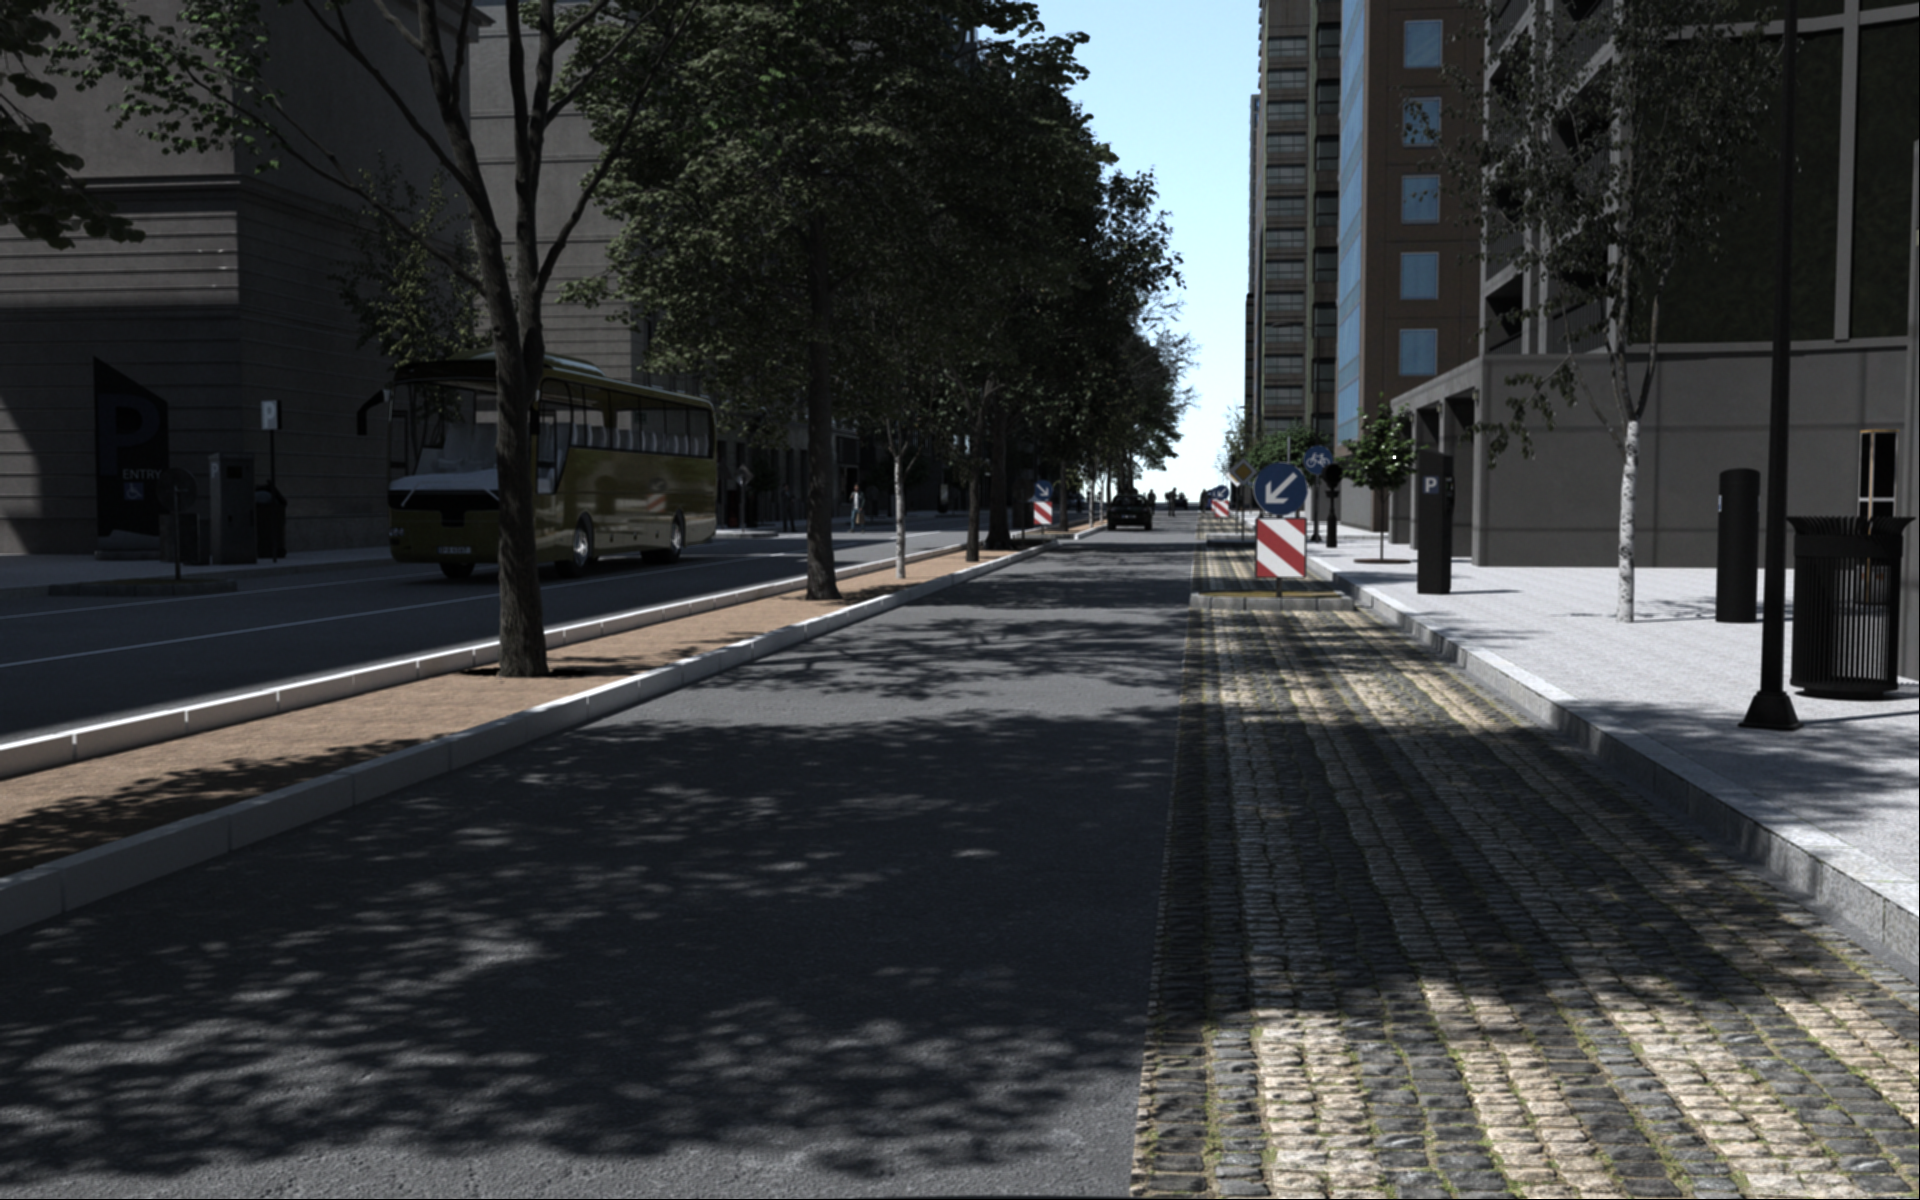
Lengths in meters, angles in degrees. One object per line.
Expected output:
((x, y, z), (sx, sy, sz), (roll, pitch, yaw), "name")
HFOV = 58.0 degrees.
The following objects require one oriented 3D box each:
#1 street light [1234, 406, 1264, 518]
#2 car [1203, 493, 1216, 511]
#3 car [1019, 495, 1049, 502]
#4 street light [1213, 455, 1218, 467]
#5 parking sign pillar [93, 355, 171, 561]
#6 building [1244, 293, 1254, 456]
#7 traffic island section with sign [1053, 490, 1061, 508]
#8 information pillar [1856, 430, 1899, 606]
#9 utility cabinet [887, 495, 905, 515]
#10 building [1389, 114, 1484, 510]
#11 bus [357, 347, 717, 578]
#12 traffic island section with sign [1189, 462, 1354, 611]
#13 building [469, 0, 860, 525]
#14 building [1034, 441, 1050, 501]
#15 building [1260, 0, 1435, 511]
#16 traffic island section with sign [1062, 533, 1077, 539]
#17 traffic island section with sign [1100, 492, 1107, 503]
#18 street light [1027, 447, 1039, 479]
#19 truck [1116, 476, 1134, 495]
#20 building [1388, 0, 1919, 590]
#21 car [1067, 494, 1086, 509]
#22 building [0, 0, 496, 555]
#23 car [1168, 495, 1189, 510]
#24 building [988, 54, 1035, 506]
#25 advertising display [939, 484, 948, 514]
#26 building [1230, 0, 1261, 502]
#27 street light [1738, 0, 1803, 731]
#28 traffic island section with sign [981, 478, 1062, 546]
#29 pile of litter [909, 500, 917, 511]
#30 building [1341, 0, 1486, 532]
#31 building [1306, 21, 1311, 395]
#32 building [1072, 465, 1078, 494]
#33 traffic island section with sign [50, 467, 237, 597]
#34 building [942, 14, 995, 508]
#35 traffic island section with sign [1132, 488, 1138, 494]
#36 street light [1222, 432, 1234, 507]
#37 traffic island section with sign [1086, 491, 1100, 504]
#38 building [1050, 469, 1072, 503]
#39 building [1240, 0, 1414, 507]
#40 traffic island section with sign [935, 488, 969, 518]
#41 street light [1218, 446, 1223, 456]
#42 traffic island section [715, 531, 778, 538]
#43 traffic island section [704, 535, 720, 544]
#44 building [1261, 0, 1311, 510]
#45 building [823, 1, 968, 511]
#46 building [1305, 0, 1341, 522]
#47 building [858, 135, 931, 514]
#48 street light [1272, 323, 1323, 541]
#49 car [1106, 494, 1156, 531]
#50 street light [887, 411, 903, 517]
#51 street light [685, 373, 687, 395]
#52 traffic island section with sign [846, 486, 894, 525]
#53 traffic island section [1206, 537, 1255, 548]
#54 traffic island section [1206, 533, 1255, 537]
((15.382, -7.275, 91.479), (1.470, 5.913, 1.316), (0, 4, 8), "street light")
((22.039, -8.641, 150.866), (1.945, 1.707, 3.694), (1, 4, 8), "car")
((5.173, -6.531, 119.148), (2.083, 1.381, 4.827), (0, 4, 8), "car")
((31.060, -14.221, 205.050), (1.470, 5.913, 1.316), (0, 4, 8), "street light")
((-16.192, -2.779, 33.902), (1.447, 3.967, 1.447), (-2, 4, -24), "parking sign pillar")
((47.745, -29.110, 247.642), (14.160, 30.474, 14.107), (0, 4, 8), "building")
((10.214, -10.688, 183.372), (1.989, 1.847, 2.006), (0, 4, 8), "traffic island section with sign")
((10.551, -0.944, 19.932), (0.304, 2.012, 0.304), (0, 4, 3), "information pillar")
((-3.908, -5.789, 105.817), (1.020, 1.237, 0.306), (-2, 4, -24), "utility cabinet")
((40.300, -45.074, 175.217), (20.563, 71.187, 20.611), (0, 4, 8), "building")
((-7.297, -2.522, 32.781), (2.896, 3.916, 12.252), (0, 4, 6), "bus")
((3.937, -0.822, 22.067), (1.989, 1.847, 2.006), (0, 4, 8), "traffic island section with sign")
((-16.292, -18.680, 81.834), (17.030, 29.872, 44.131), (0, 4, 8), "building")
((4.193, -27.730, 225.084), (14.160, 30.474, 14.107), (0, 4, 8), "building")
((34.668, -31.140, 159.246), (14.600, 45.320, 14.200), (0, 4, 8), "building")
((2.729, -2.917, 55.832), (2.006, 1.907, 1.989), (0, 4, 8), "traffic island section with sign")
((21.452, -15.648, 264.475), (1.989, 1.847, 2.006), (0, 4, 8), "traffic island section with sign")
((7.202, -12.190, 171.848), (1.470, 5.913, 1.316), (0, 4, 8), "street light")
((26.326, -17.564, 276.089), (2.839, 4.237, 11.283), (0, 4, 6), "truck")
((19.878, -36.283, 31.474), (20.563, 71.187, 20.611), (0, 4, 8), "building")
((10.937, -9.279, 163.710), (2.014, 1.417, 4.499), (0, 4, 8), "car")
((-25.535, -12.296, 42.846), (24.055, 21.916, 13.314), (0, 4, 8), "building")
((20.378, -9.118, 161.658), (1.945, 1.354, 3.894), (0, 4, 8), "car")
((-3.133, -34.989, 195.766), (21.300, 48.544, 21.600), (0, 4, 8), "building")
((-1.077, -6.650, 113.934), (0.123, 1.923, 0.974), (2, 4, 31), "advertising display")
((53.802, -58.448, 268.299), (22.319, 86.520, 31.000), (0, 4, 8), "building")
((3.937, -2.258, 9.454), (1.470, 5.913, 1.316), (0, 4, 8), "street light")
((1.702, -2.468, 48.496), (2.006, 1.907, 1.989), (0, 4, 8), "traffic island section with sign")
((-3.866, -7.107, 130.169), (1.176, 0.858, 1.719), (-2, 4, -29), "pile of litter")
((21.408, -25.212, 62.321), (14.200, 45.320, 14.600), (0, 4, 8), "building")
((33.419, -34.894, 112.515), (21.231, 58.520, 28.212), (0, 4, 8), "building")
((7.123, -39.603, 271.204), (21.300, 48.544, 21.600), (0, 4, 8), "building")
((-11.708, -1.012, 25.177), (1.989, 1.847, 2.006), (0, 4, 8), "traffic island section with sign")
((-8.288, -33.678, 170.236), (23.786, 49.044, 30.456), (0, 4, 8), "building")
((13.037, -7.470, 130.263), (2.006, 1.907, 1.989), (0, 4, 8), "traffic island section with sign")
((20.529, -9.578, 129.135), (1.470, 5.913, 1.316), (0, 4, 8), "street light")
((17.751, -14.015, 237.774), (1.989, 1.847, 2.006), (0, 4, 8), "traffic island section with sign")
((4.462, -43.069, 246.170), (21.231, 58.520, 28.212), (0, 4, 8), "building")
((47.871, -48.328, 228.418), (20.563, 71.187, 20.611), (0, 4, 8), "building")
((-0.406, -6.001, 106.748), (1.989, 1.847, 2.006), (0, 4, 8), "traffic island section with sign")
((25.947, -11.917, 167.390), (1.470, 5.913, 1.316), (0, 4, 8), "street light")
((-7.228, -2.157, 57.554), (2.009, 0.180, 2.903), (0, 4, 8), "traffic island section")
((-8.324, -1.674, 49.645), (2.009, 0.180, 2.903), (0, 4, 8), "traffic island section")
((32.494, -28.243, 145.366), (14.154, 41.232, 14.086), (0, 4, 8), "building")
((-10.068, -43.110, 143.094), (20.563, 71.187, 20.611), (0, 4, 8), "building")
((24.129, -19.160, 84.969), (14.160, 30.474, 14.107), (0, 4, 8), "building")
((-10.668, -19.712, 115.792), (14.314, 27.812, 24.014), (0, 4, 8), "building")
((9.165, -4.560, 47.098), (1.470, 5.913, 1.316), (0, 4, 8), "street light")
((6.821, -3.644, 69.368), (2.009, 1.686, 4.222), (0, 4, 7), "car")
((-3.357, -7.542, 95.846), (1.470, 5.913, 1.316), (0, 4, 8), "street light")
((-8.595, -5.207, 57.679), (1.470, 5.913, 1.316), (0, 4, 8), "street light")
((-4.110, -4.368, 80.048), (1.989, 1.847, 2.006), (0, 4, 8), "traffic island section with sign")
((7.763, -1.537, 47.418), (2.009, 0.180, 2.903), (0, 4, 8), "traffic island section")
((8.859, -2.021, 55.328), (2.009, 0.180, 2.903), (0, 4, 8), "traffic island section")
